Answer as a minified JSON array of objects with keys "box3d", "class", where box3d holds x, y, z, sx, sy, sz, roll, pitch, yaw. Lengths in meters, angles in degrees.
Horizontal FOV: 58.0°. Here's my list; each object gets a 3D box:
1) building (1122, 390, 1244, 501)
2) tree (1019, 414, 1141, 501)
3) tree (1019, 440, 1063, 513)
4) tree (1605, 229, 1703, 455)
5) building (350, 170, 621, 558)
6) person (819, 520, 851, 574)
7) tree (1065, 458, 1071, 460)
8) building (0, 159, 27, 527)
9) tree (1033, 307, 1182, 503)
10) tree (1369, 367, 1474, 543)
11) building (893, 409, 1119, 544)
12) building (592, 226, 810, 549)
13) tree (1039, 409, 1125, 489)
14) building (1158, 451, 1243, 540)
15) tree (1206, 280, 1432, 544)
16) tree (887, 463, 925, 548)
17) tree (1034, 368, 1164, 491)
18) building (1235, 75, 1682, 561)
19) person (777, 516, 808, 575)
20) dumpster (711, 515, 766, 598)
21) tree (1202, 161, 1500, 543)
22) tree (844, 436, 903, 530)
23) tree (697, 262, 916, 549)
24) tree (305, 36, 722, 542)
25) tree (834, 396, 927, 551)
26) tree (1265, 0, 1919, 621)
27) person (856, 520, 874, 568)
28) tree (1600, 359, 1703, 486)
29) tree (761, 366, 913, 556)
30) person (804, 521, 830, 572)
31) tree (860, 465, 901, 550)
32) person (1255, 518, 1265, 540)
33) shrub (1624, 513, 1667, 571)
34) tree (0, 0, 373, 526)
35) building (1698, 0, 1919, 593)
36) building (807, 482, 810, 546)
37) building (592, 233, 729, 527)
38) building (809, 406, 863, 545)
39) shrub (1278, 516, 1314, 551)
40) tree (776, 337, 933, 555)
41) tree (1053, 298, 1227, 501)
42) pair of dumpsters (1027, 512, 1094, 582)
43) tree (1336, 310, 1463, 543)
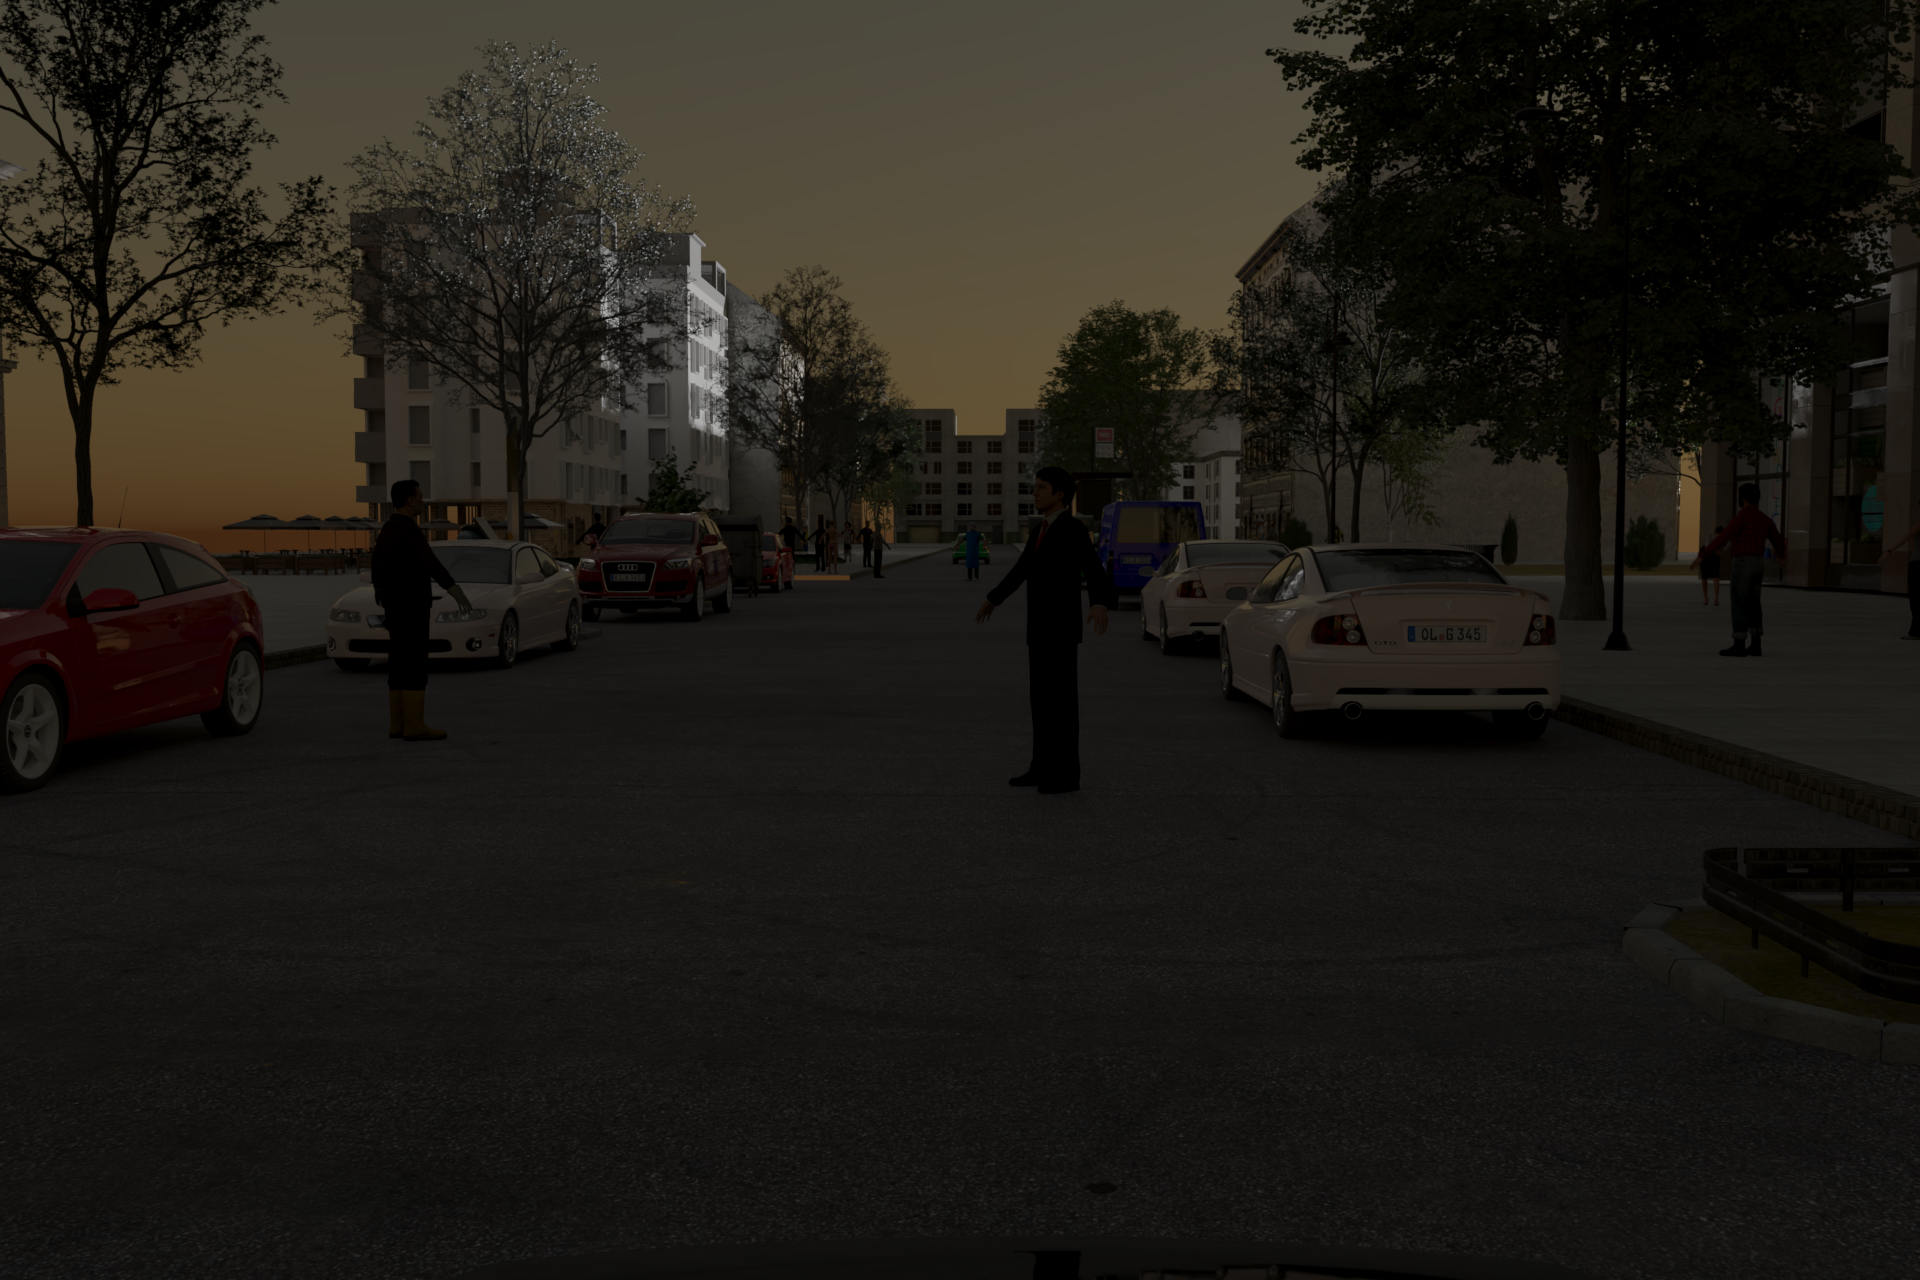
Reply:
[{"box3d":[30.194,-21.669,220.741,16.747,18.905,31.486,0,4,1],"class":"building"},{"box3d":[9.844,-14.095,140.816,12.009,13.543,11.850,0,3,0],"class":"tree"},{"box3d":[9.862,-13.679,158.069,8.767,10.594,7.601,-3,4,-38],"class":"tree"},{"box3d":[23.852,-7.850,54.101,9.928,11.665,9.643,0,3,0],"class":"tree"},{"box3d":[-25.768,-14.377,91.488,16.016,20.090,11.380,0,4,2],"class":"building"},{"box3d":[-4.040,-2.985,55.615,1.217,1.733,0.721,2,4,29],"class":"person"},{"box3d":[8.992,-10.902,128.613,4.737,8.622,4.395,0,3,0],"class":"tree"},{"box3d":[-31.103,-15.053,33.508,14.401,28.519,23.554,0,4,1],"class":"building"},{"box3d":[7.313,-10.337,87.133,7.486,12.596,7.792,0,3,0],"class":"tree"},{"box3d":[18.728,-7.494,72.888,4.360,8.622,3.978,0,3,0],"class":"tree"},{"box3d":[6.617,-23.325,250.282,31.486,18.905,16.747,0,4,1],"class":"building"},{"box3d":[-22.037,-18.485,133.161,19.493,23.208,18.063,0,4,1],"class":"building"},{"box3d":[8.603,-11.312,119.358,7.601,10.594,8.767,-3,5,-39],"class":"tree"},{"box3d":[27.200,-15.045,188.132,9.099,9.664,28.070,0,4,1],"class":"building"},{"box3d":[13.504,-7.880,63.255,8.767,10.594,7.601,-1,4,-18],"class":"tree"},{"box3d":[-5.555,-12.477,154.365,4.737,8.622,4.395,0,3,0],"class":"tree"},{"box3d":[8.456,-10.921,104.317,9.928,11.665,9.643,0,3,0],"class":"tree"},{"box3d":[25.509,-15.960,91.872,19.493,23.208,18.063,0,4,1],"class":"building"},{"box3d":[-5.361,-2.950,54.171,1.347,1.837,0.705,-2,4,-27],"class":"person"},{"box3d":[-5.389,-1.892,39.152,1.865,1.857,1.264,0,4,1],"class":"dumpster"},{"box3d":[9.733,-6.648,43.102,8.767,10.594,7.601,2,4,29],"class":"tree"},{"box3d":[-6.318,-10.433,120.948,4.737,8.622,4.395,0,3,0],"class":"tree"},{"box3d":[-7.239,-10.259,78.097,12.009,13.543,11.850,0,3,0],"class":"tree"},{"box3d":[-10.920,-8.103,42.851,12.009,13.543,11.850,0,3,0],"class":"tree"},{"box3d":[-6.307,-12.564,131.170,9.928,11.665,9.643,0,3,0],"class":"tree"},{"box3d":[9.388,-7.266,25.448,9.857,13.997,8.962,0,3,0],"class":"tree"},{"box3d":[-3.521,-3.668,66.189,1.346,1.802,0.704,-3,5,-45],"class":"person"},{"box3d":[28.996,-8.129,67.315,8.767,10.594,7.601,-2,4,-26],"class":"tree"},{"box3d":[-6.725,-9.780,94.318,8.767,10.594,7.601,0,4,-3],"class":"tree"},{"box3d":[-4.797,-3.188,58.838,1.216,1.740,0.721,-3,5,-41],"class":"person"},{"box3d":[-6.409,-11.808,143.427,4.737,8.622,4.395,0,3,0],"class":"tree"},{"box3d":[10.388,-3.322,60.175,0.705,1.847,1.347,1,4,18],"class":"person"},{"box3d":[23.867,-3.430,60.495,1.690,2.028,1.600,0,3,0],"class":"shrub"},{"box3d":[-11.541,-5.364,22.107,8.767,10.594,7.601,1,4,13],"class":"tree"},{"box3d":[29.599,-15.887,25.981,22.709,31.103,35.509,0,4,1],"class":"building"},{"box3d":[-20.089,-14.574,180.434,9.099,9.664,28.070,0,4,1],"class":"building"},{"box3d":[-21.722,-15.524,110.244,16.016,20.090,11.380,0,4,1],"class":"building"},{"box3d":[-22.249,-23.648,217.571,19.493,23.208,18.063,0,4,1],"class":"building"},{"box3d":[14.157,-4.227,73.148,1.661,2.075,1.752,0,3,0],"class":"shrub"},{"box3d":[-6.935,-12.010,106.728,12.009,13.543,11.850,0,3,0],"class":"tree"},{"box3d":[7.931,-9.175,75.762,9.928,11.665,9.643,0,3,0],"class":"tree"},{"box3d":[4.210,-2.845,51.460,4.436,2.255,1.574,0,3,0],"class":"pair of dumpsters"},{"box3d":[13.909,-6.409,55.147,4.737,8.622,4.395,0,3,0],"class":"tree"}]
